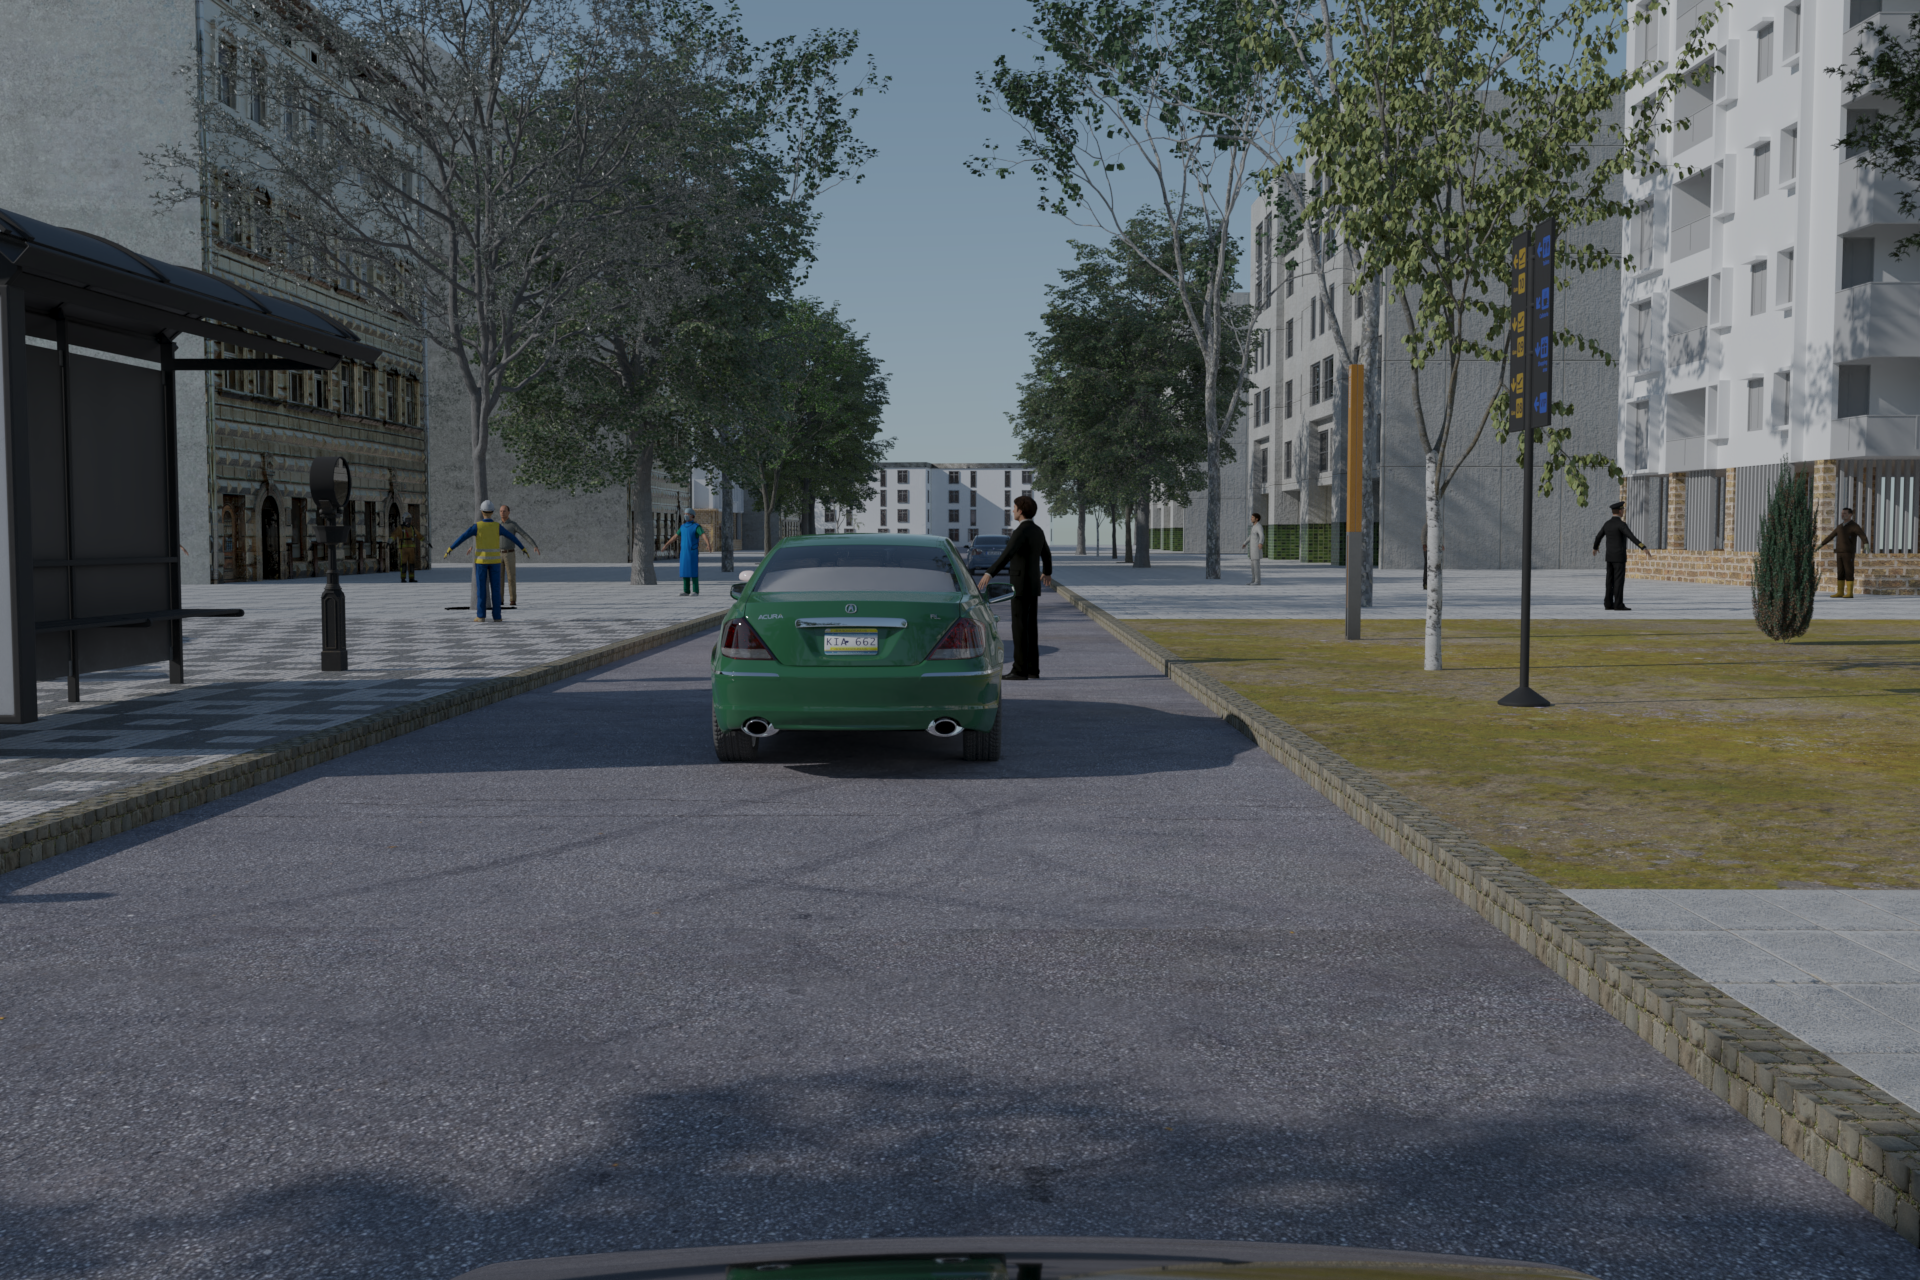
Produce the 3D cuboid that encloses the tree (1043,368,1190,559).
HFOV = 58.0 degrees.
[{"bbox_3d":[8.138,-9.507,89.853,8.767,10.594,7.601,1,4,15],"label":"tree"}]

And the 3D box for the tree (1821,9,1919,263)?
[{"bbox_3d":[10.919,-4.872,14.069,7.601,10.594,8.767,0,4,7],"label":"tree"}]

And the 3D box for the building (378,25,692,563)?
[{"bbox_3d":[-23.800,-15.504,84.423,19.493,23.208,18.063,0,4,0],"label":"building"}]

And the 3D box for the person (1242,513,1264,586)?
[{"bbox_3d":[7.353,-2.266,43.233,0.705,1.806,1.347,-1,4,-9],"label":"person"}]

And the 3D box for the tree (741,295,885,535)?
[{"bbox_3d":[-7.113,-10.072,82.808,7.486,12.596,7.792,0,3,0],"label":"tree"}]

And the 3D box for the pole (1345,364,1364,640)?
[{"bbox_3d":[4.773,-1.658,20.950,0.158,3.312,0.155,0,3,0],"label":"pole"}]

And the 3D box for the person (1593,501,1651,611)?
[{"bbox_3d":[11.045,-1.416,29.080,0.705,1.837,1.347,-1,4,-20],"label":"person"}]

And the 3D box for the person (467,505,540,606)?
[{"bbox_3d":[-8.163,-1.516,31.065,1.348,1.796,0.705,0,4,5],"label":"person"}]

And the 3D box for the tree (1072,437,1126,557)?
[{"bbox_3d":[7.684,-9.008,97.647,4.360,8.622,3.978,0,3,0],"label":"tree"}]

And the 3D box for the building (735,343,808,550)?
[{"bbox_3d":[-23.454,-19.363,147.509,19.493,23.208,18.063,0,4,1],"label":"building"}]

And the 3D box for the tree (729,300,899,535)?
[{"bbox_3d":[-8.207,-11.443,93.752,9.857,13.997,8.962,0,3,0],"label":"tree"}]

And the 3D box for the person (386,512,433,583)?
[{"bbox_3d":[-14.580,-2.444,45.733,0.705,1.858,1.354,3,5,41],"label":"person"}]

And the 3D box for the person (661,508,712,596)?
[{"bbox_3d":[-5.590,-1.809,35.709,1.347,1.817,0.704,2,4,33],"label":"person"}]

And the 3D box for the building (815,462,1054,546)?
[{"bbox_3d":[-3.282,-15.771,202.462,28.070,9.664,9.099,0,4,8],"label":"building"}]

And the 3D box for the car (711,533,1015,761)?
[{"bbox_3d":[-0.647,-0.034,12.350,2.131,1.459,4.920,0,4,0],"label":"car"}]

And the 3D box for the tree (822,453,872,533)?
[{"bbox_3d":[-7.497,-9.489,105.508,4.360,8.622,3.978,0,3,0],"label":"tree"}]

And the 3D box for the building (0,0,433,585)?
[{"bbox_3d":[-28.206,-13.541,52.323,19.493,23.208,18.063,0,3,0],"label":"building"}]

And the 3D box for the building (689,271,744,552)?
[{"bbox_3d":[-22.410,-16.417,124.832,16.016,20.090,11.380,0,4,1],"label":"building"}]

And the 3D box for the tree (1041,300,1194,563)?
[{"bbox_3d":[7.471,-9.236,76.771,9.928,11.665,9.643,0,3,0],"label":"tree"}]

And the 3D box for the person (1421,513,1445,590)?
[{"bbox_3d":[10.844,-2.064,39.878,0.705,1.813,1.348,2,4,33],"label":"person"}]

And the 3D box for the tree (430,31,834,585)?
[{"bbox_3d":[-8.099,-8.359,43.318,9.857,13.997,8.962,0,3,0],"label":"tree"}]

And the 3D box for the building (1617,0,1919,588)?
[{"bbox_3d":[24.247,-11.741,48.379,16.016,20.090,11.380,0,4,0],"label":"building"}]

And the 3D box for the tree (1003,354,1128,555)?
[{"bbox_3d":[7.454,-12.207,106.232,9.857,13.997,8.962,0,3,0],"label":"tree"}]

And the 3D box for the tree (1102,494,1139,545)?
[{"bbox_3d":[20.248,-17.789,197.498,9.857,13.997,8.962,0,3,0],"label":"tree"}]

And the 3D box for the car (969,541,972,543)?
[{"bbox_3d":[1.644,-5.932,109.358,2.083,1.381,4.827,0,4,-1],"label":"car"}]

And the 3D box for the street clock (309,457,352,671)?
[{"bbox_3d":[-5.879,-0.713,16.225,0.358,2.002,0.471,0,4,0],"label":"street clock"}]

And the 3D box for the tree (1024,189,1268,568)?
[{"bbox_3d":[6.934,-9.738,65.870,9.857,13.997,8.962,0,3,0],"label":"tree"}]

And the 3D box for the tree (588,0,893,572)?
[{"bbox_3d":[-9.173,-12.321,57.335,12.611,20.169,13.585,0,3,0],"label":"tree"}]

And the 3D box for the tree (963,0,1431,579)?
[{"bbox_3d":[6.376,-11.719,47.495,12.611,20.169,13.585,0,3,0],"label":"tree"}]

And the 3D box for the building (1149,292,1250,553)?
[{"bbox_3d":[24.176,-16.441,135.267,16.747,18.905,31.486,0,4,1],"label":"building"}]

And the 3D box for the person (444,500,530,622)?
[{"bbox_3d":[-6.915,-1.155,25.346,1.216,1.772,0.721,-1,4,-22],"label":"person"}]

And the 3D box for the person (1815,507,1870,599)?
[{"bbox_3d":[17.677,-1.741,34.605,0.704,1.812,1.346,-1,4,-18],"label":"person"}]

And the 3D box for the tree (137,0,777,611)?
[{"bbox_3d":[-8.025,-7.248,28.882,12.009,13.543,11.850,0,3,0],"label":"tree"}]

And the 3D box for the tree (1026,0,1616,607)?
[{"bbox_3d":[7.588,-10.731,31.343,12.611,20.169,13.585,0,3,0],"label":"tree"}]

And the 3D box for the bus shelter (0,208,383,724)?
[{"bbox_3d":[-6.041,-1.124,12.302,2.014,3.302,5.546,0,4,1],"label":"bus shelter"}]

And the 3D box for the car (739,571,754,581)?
[{"bbox_3d":[-1.509,-0.502,20.574,2.083,1.381,4.827,0,4,0],"label":"car"}]

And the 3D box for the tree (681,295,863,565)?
[{"bbox_3d":[-8.011,-9.003,72.955,9.928,11.665,9.643,0,3,0],"label":"tree"}]

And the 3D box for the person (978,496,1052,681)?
[{"bbox_3d":[0.612,-0.516,17.075,0.705,1.806,1.347,2,4,31],"label":"person"}]

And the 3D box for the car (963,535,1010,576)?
[{"bbox_3d":[1.129,-3.006,61.149,2.014,1.417,4.499,0,4,0],"label":"car"}]

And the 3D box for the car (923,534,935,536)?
[{"bbox_3d":[-1.657,-3.892,73.414,2.009,1.686,4.222,0,4,1],"label":"car"}]

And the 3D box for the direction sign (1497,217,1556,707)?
[{"bbox_3d":[4.234,-1.278,12.898,0.379,3.537,0.876,0,3,0],"label":"direction sign"}]

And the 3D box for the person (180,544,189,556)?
[{"bbox_3d":[-13.489,-1.352,28.908,0.721,1.733,1.217,3,4,39],"label":"person"}]

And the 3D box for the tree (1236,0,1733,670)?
[{"bbox_3d":[4.477,-4.007,15.873,4.737,8.622,4.395,0,3,0],"label":"tree"}]

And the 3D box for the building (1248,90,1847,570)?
[{"bbox_3d":[23.812,-12.925,77.777,16.747,18.905,31.486,0,4,1],"label":"building"}]
